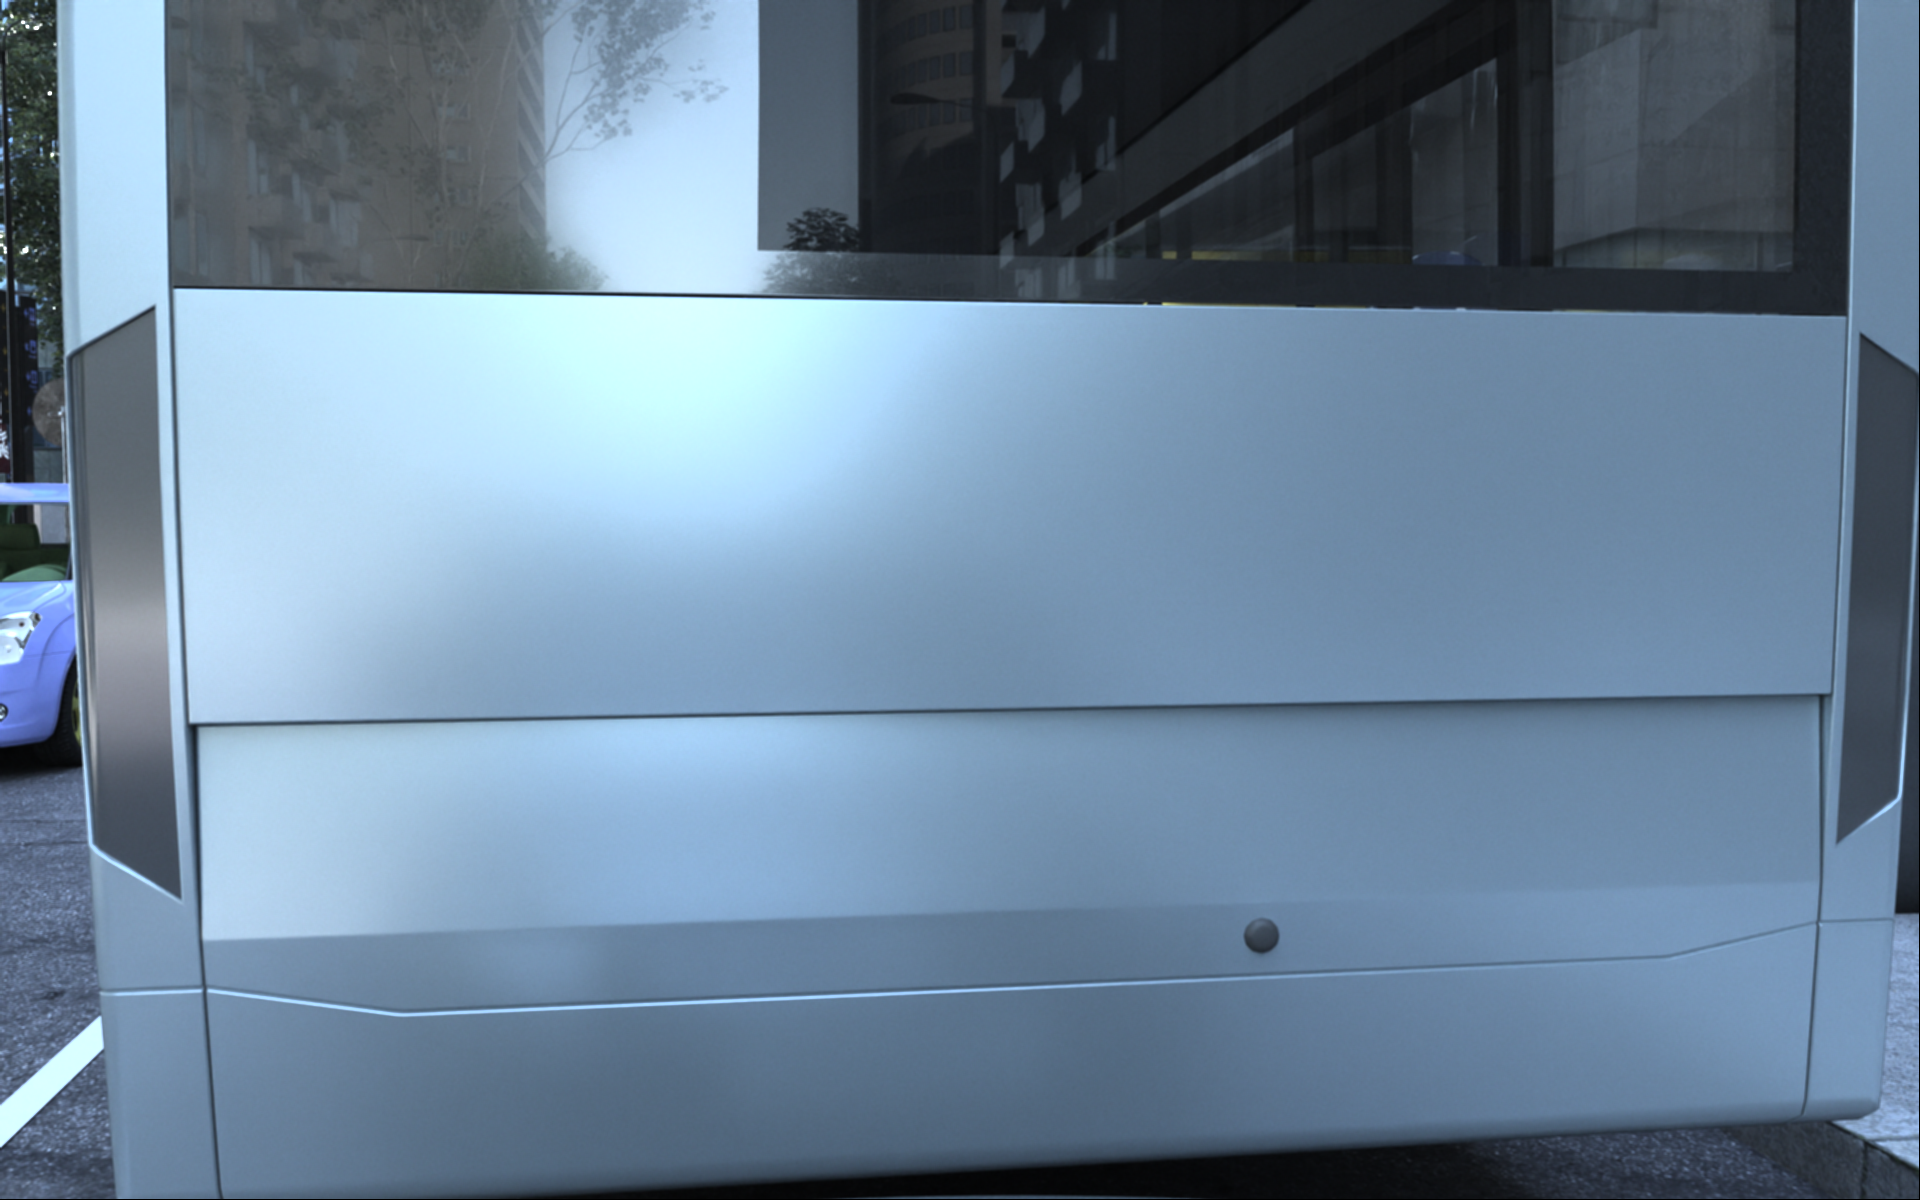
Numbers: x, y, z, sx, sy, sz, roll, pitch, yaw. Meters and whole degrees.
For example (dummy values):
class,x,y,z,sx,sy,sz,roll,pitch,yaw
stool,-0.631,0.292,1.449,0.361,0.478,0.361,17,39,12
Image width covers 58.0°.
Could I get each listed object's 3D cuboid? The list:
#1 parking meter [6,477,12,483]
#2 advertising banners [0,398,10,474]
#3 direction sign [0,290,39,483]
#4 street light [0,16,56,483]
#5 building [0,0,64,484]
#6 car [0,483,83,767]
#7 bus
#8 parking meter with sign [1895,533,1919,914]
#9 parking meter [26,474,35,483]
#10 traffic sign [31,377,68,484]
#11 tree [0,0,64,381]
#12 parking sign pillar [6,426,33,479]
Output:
class,x,y,z,sx,sy,sz,roll,pitch,yaw
parking meter,-31.453,-3.168,57.505,0.255,1.863,0.399,0,4,-6
advertising banners,-12.598,-1.586,22.124,0.090,3.025,2.074,0,4,-2
direction sign,-10.675,-1.695,19.709,0.379,3.537,0.876,0,4,-4
street light,-8.513,-2.695,16.605,1.470,5.913,1.316,-1,4,-9
building,-37.358,-47.216,84.655,22.319,86.520,31.000,-1,4,-9
car,-5.592,-0.032,10.109,1.945,1.707,3.694,-1,4,-8
bus,-0.838,-0.856,8.863,2.948,3.499,13.247,-1,4,-9
parking meter with sign,2.986,-0.568,5.547,0.543,3.016,1.738,0,4,-2
parking meter,-24.877,-2.477,46.212,0.399,1.863,0.255,-3,5,-41
traffic sign,-9.732,-1.149,18.894,0.768,2.556,0.104,0,4,-2
tree,-12.386,-7.540,29.941,9.857,13.997,8.962,0,3,0
parking sign pillar,-35.587,-4.715,65.569,1.447,3.967,1.447,0,4,-1
